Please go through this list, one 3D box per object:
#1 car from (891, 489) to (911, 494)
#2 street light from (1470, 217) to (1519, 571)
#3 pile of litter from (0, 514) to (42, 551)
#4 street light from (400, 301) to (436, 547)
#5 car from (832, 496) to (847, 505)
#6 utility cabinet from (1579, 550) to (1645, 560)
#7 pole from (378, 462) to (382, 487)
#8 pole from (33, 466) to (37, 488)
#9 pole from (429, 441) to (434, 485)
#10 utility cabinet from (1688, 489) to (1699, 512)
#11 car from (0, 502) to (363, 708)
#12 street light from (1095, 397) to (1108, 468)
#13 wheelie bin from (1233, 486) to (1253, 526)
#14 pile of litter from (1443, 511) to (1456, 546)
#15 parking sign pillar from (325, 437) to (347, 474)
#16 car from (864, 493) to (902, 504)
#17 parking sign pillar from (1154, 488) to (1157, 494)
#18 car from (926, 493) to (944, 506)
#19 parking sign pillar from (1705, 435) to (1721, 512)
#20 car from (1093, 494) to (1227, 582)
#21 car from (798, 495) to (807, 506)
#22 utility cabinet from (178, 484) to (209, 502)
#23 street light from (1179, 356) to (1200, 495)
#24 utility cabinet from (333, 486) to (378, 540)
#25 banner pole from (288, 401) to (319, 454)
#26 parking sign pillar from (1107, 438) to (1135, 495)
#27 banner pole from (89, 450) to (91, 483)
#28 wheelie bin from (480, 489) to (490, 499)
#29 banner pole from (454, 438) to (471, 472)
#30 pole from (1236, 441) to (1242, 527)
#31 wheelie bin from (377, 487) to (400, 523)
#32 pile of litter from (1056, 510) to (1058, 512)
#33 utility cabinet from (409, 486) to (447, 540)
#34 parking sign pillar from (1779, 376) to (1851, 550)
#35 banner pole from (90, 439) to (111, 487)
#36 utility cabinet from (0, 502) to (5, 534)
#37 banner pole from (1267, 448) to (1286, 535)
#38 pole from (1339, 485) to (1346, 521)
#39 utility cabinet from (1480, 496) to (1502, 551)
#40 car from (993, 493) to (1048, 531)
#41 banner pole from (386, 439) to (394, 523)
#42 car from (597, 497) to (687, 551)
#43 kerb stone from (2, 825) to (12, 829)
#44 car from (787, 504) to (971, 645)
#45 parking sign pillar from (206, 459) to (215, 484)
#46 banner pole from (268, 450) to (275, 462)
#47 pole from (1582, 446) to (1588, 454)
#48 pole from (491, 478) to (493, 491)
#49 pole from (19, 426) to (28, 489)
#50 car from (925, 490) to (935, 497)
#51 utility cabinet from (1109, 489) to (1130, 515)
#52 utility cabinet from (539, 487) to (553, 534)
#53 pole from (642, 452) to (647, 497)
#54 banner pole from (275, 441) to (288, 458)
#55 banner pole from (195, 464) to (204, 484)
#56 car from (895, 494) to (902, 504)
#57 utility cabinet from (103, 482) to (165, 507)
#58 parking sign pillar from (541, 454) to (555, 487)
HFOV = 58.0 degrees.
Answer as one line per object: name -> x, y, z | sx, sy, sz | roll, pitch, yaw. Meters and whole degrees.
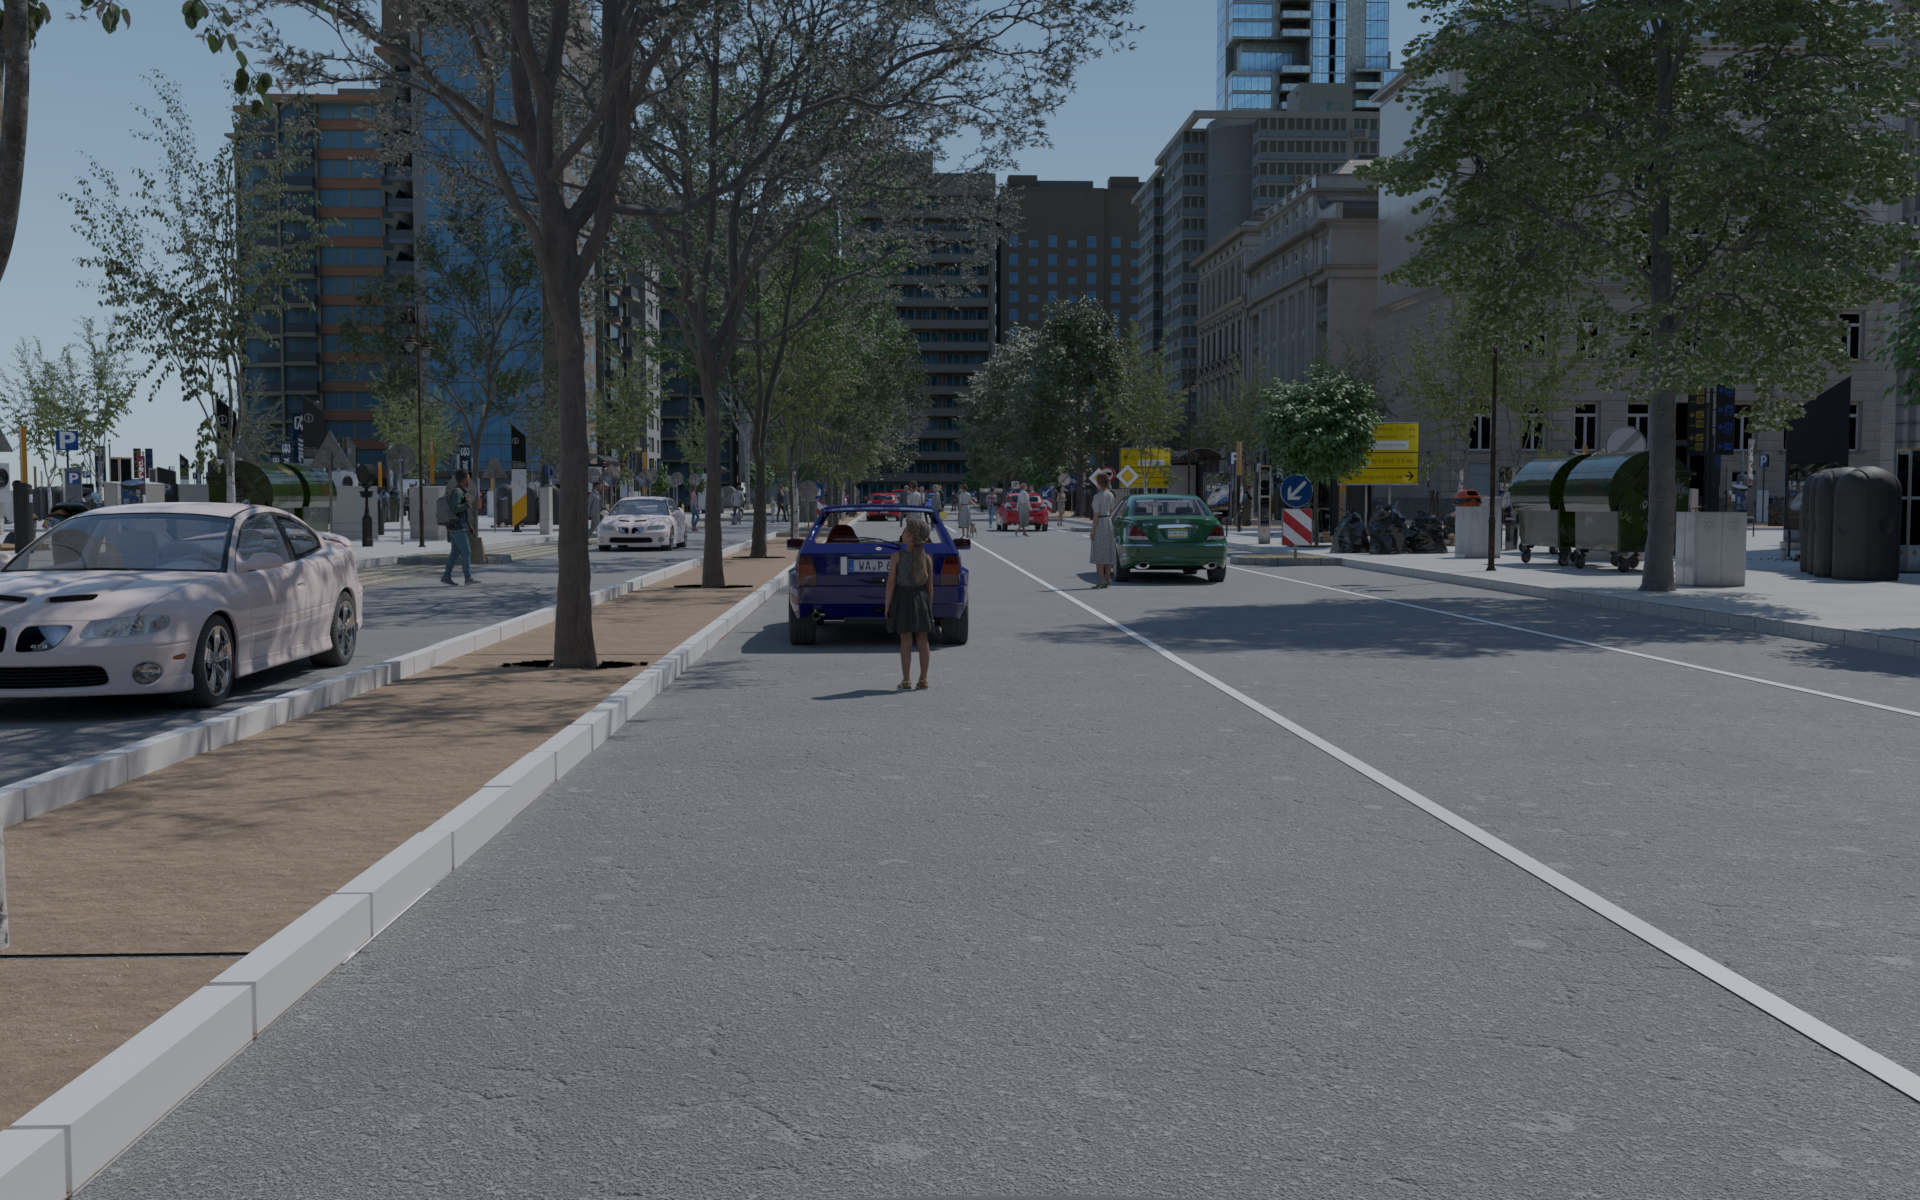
car -> -4.501, -7.650, 133.758 | 2.281, 1.827, 5.304 | 0, 4, 0
street light -> 8.882, -3.425, 28.786 | 0.468, 5.910, 1.993 | 0, 4, -2
pile of litter -> -21.398, -1.562, 39.509 | 1.719, 0.858, 1.176 | 1, 4, 19
street light -> -13.014, -4.216, 41.721 | 0.468, 5.910, 1.993 | 0, 4, -2
car -> -14.010, -11.658, 202.966 | 2.083, 1.381, 4.827 | 0, 4, -4
utility cabinet -> 12.489, -1.499, 33.187 | 1.173, 1.500, 0.318 | 0, 4, 6
pole -> -36.770, -7.095, 109.840 | 0.158, 3.312, 0.155 | 0, 3, 0
pole -> -67.295, -8.088, 126.075 | 0.158, 3.312, 0.155 | 0, 3, 0
pole -> -20.177, -4.427, 66.222 | 0.158, 3.312, 0.155 | 0, 3, 0
utility cabinet -> 30.290, -3.852, 71.656 | 0.318, 1.500, 1.173 | 1, 4, 13
car -> -5.978, -0.044, 13.080 | 2.083, 1.381, 4.827 | 0, 4, -3
street light -> 6.672, -6.654, 81.587 | 0.468, 5.910, 1.993 | 0, 4, -2
wheelie bin -> 11.258, -3.736, 68.999 | 0.693, 1.594, 0.980 | 0, 4, -6
pile of litter -> 12.087, -1.775, 42.992 | 1.176, 0.858, 1.719 | -1, 4, -21
parking sign pillar -> -29.682, -5.712, 81.863 | 1.447, 3.967, 1.447 | 0, 4, 5
car -> -4.056, -5.090, 92.265 | 2.155, 1.783, 4.494 | 0, 4, -1
parking sign pillar -> 15.436, -9.180, 138.566 | 1.447, 3.967, 1.447 | 1, 4, 19
car -> -2.294, -8.812, 153.660 | 1.945, 1.707, 3.694 | 0, 4, -3
parking sign pillar -> 34.605, -5.576, 79.641 | 1.447, 3.967, 1.447 | 1, 4, 15
car -> 3.397, -1.095, 29.701 | 2.131, 1.459, 4.920 | 0, 4, -1
car -> -16.413, -10.144, 178.434 | 1.945, 1.354, 3.894 | 0, 4, -3
utility cabinet -> -17.183, -1.818, 38.411 | 0.318, 1.500, 1.173 | 3, 5, 43
street light -> 7.683, -5.214, 58.044 | 0.468, 5.910, 1.993 | 0, 4, -2
utility cabinet -> -16.792, -2.411, 48.101 | 1.173, 1.500, 0.318 | -1, 4, -19
banner pole -> -17.475, -3.455, 46.508 | 0.863, 3.779, 0.401 | -2, 4, -27
parking sign pillar -> 7.814, -5.850, 84.119 | 1.447, 3.967, 1.447 | 2, 4, 30
banner pole -> -41.702, -5.695, 83.136 | 0.401, 3.779, 0.863 | -2, 4, -31
wheelie bin -> -31.184, -6.472, 113.728 | 0.980, 1.594, 0.693 | 0, 4, 2
banner pole -> -22.258, -5.344, 77.395 | 0.863, 3.779, 0.401 | -1, 4, -17
pole -> 10.814, -4.484, 67.160 | 0.158, 3.312, 0.155 | 0, 3, 0
wheelie bin -> -25.892, -4.349, 79.014 | 0.693, 1.594, 0.980 | 0, 4, 7
pile of litter -> 6.440, -6.860, 126.129 | 1.176, 0.858, 1.719 | -2, 4, -28
utility cabinet -> -14.718, -2.399, 47.895 | 1.173, 1.500, 0.318 | 2, 4, 32
parking sign pillar -> 19.686, -3.140, 39.811 | 1.447, 3.967, 1.447 | 2, 4, 24
banner pole -> -38.990, -5.440, 78.964 | 0.863, 3.779, 0.401 | -2, 4, -27
utility cabinet -> -30.355, -2.808, 54.594 | 0.318, 1.500, 1.173 | -2, 4, -24
banner pole -> 9.810, -3.910, 53.951 | 0.863, 3.779, 0.401 | 0, 4, -5
pole -> 11.468, -3.550, 51.885 | 0.158, 3.312, 0.155 | 0, 3, 0
utility cabinet -> 12.158, -1.742, 39.643 | 0.306, 1.237, 1.020 | 0, 4, 8
car -> 2.406, -3.597, 67.859 | 2.155, 1.783, 4.494 | 0, 4, -3
banner pole -> -25.645, -5.378, 77.947 | 0.401, 3.779, 0.863 | -3, 5, -40
car -> -8.237, -2.009, 45.208 | 2.083, 1.381, 4.827 | 0, 4, -2
kerb stone -> -4.113, 0.928, 7.032 | 0.120, 0.150, 1.000 | 0, 4, -2
car -> -0.835, -0.321, 17.834 | 1.945, 1.354, 3.894 | 0, 4, -3
parking sign pillar -> -42.357, -6.758, 98.965 | 1.447, 3.967, 1.447 | -3, 5, -44
banner pole -> -38.995, -6.631, 98.438 | 0.863, 3.779, 0.401 | 0, 4, 6
pole -> 26.373, -4.852, 73.179 | 0.158, 3.312, 0.155 | 0, 3, 0
pole -> -33.147, -7.886, 122.785 | 0.158, 3.312, 0.155 | 0, 3, 0
pole -> -27.973, -3.543, 51.772 | 0.158, 3.312, 0.155 | 0, 3, 0
car -> -2.677, -9.830, 169.386 | 2.281, 1.827, 5.304 | 0, 4, -1
utility cabinet -> 7.296, -4.384, 80.354 | 1.173, 1.500, 0.318 | -1, 4, -22
utility cabinet -> -13.198, -2.844, 55.174 | 0.318, 1.500, 1.173 | 0, 4, -8
pole -> -15.320, -5.520, 84.098 | 0.158, 3.312, 0.155 | 0, 3, 0
banner pole -> -28.043, -5.046, 72.518 | 0.401, 3.779, 0.863 | 2, 4, 34
banner pole -> -54.207, -8.174, 123.659 | 0.401, 3.779, 0.863 | 2, 4, 29
car -> -4.029, -5.686, 104.758 | 2.131, 1.459, 4.920 | 0, 4, -4
utility cabinet -> -14.869, -1.381, 31.255 | 0.318, 1.500, 1.173 | 1, 4, 16
parking sign pillar -> -27.708, -7.835, 116.567 | 1.447, 3.967, 1.447 | 1, 4, 9
